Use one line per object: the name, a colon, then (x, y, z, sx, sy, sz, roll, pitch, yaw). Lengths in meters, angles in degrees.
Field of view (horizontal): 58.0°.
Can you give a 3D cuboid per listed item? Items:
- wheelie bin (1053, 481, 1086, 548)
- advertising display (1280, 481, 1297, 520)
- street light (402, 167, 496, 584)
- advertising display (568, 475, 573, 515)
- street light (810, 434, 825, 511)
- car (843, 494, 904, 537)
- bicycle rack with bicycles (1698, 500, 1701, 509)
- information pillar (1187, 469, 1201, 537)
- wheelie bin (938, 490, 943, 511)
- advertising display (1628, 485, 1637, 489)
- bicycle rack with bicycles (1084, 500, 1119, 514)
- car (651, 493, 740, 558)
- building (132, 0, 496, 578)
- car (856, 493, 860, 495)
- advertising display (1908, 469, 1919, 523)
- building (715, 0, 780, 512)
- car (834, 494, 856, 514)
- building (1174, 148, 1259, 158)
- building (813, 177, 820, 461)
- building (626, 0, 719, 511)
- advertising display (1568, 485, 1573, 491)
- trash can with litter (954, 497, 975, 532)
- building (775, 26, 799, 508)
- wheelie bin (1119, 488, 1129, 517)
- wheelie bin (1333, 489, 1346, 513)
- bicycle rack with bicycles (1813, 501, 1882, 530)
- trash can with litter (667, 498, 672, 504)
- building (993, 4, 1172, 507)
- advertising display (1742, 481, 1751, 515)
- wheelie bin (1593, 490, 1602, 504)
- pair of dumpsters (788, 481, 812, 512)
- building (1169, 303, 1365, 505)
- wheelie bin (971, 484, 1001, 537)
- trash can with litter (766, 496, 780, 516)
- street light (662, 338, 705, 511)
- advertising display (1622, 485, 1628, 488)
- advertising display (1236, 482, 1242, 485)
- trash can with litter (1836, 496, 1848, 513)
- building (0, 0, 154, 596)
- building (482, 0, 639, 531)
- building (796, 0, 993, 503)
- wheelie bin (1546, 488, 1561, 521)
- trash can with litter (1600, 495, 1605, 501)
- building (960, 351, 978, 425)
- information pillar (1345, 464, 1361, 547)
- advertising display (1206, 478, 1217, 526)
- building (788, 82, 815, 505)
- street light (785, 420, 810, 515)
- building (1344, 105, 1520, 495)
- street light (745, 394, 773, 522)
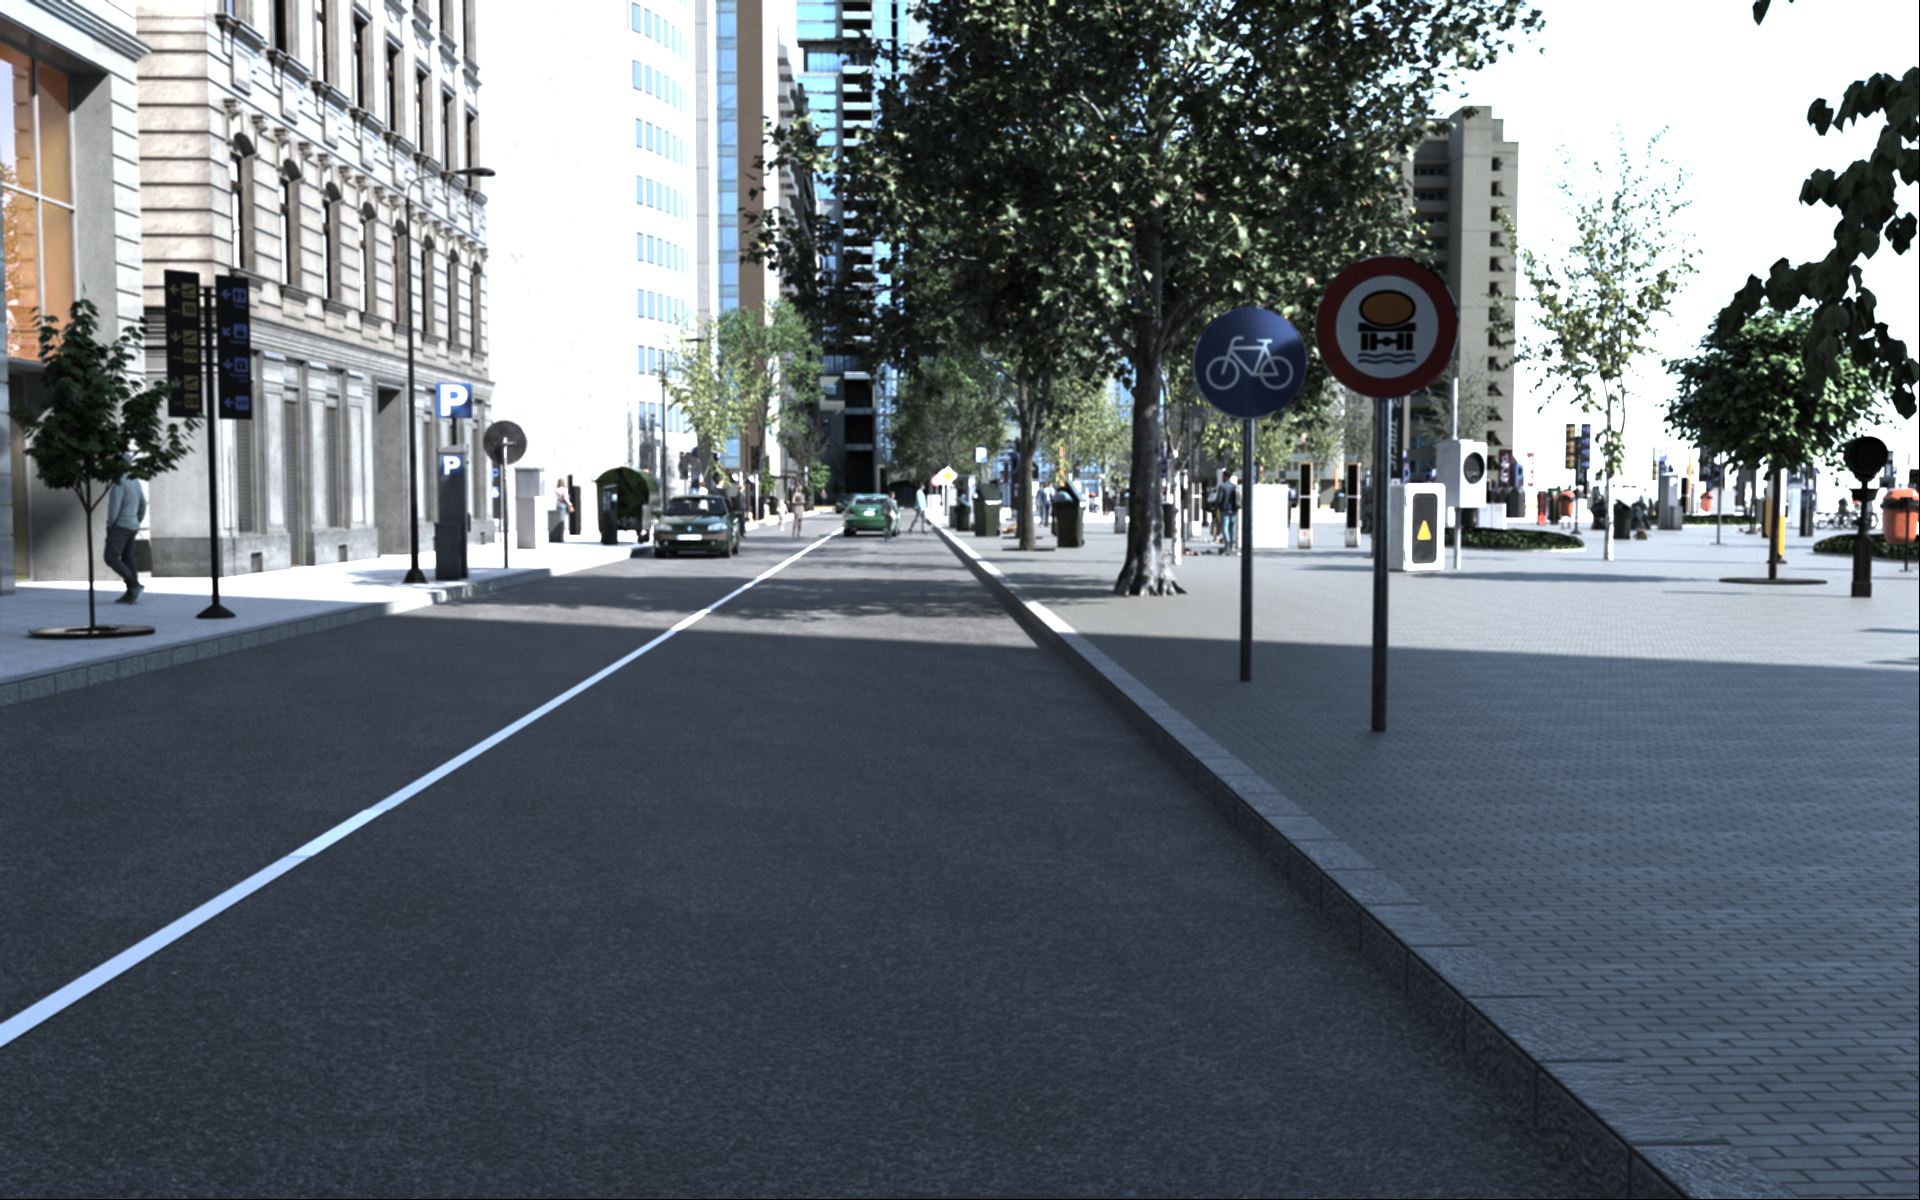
wheelie bin: (2.623, -2.062, 41.623, 0.693, 1.594, 0.980, 1, 4, 17)
advertising display: (16.492, -5.003, 87.016, 0.974, 1.923, 0.123, 3, 5, 42)
street light: (-7.291, -3.192, 24.730, 1.470, 5.913, 1.316, 0, 4, -2)
advertising display: (-12.975, -3.209, 57.676, 0.123, 1.923, 0.974, -1, 4, -15)
street light: (-11.181, -9.899, 134.385, 1.470, 5.913, 1.316, 0, 4, -2)
car: (-2.995, -2.911, 59.385, 2.131, 1.459, 4.920, 0, 3, 0)
bicycle rack with bicycles: (64.600, -8.401, 150.741, 2.852, 0.926, 2.925, -1, 4, -15)
information pillar: (6.933, -2.866, 51.350, 0.304, 2.012, 0.304, -2, 4, -27)
wheelie bin: (-1.337, -7.509, 130.687, 0.693, 1.594, 0.980, -3, 5, -44)
advertising display: (47.250, -7.108, 121.427, 0.123, 1.923, 0.974, 3, 4, 37)
bicycle rack with bicycles: (8.938, -6.075, 112.703, 2.852, 0.926, 2.925, -2, 4, -34)
car: (-6.064, -1.854, 40.092, 2.009, 1.686, 4.222, 0, 4, -3)
building: (-16.237, -11.340, 34.567, 9.793, 20.994, 18.267, 0, 4, -2)
car: (-11.340, -11.176, 192.317, 1.945, 1.707, 3.694, 0, 4, -2)
advertising display: (24.368, -2.344, 43.534, 0.974, 1.923, 0.123, 3, 5, 41)
building: (-21.131, -29.386, 130.570, 14.600, 45.320, 14.200, 0, 4, -2)
car: (-8.176, -7.170, 127.023, 2.009, 1.686, 4.222, 0, 4, 0)
building: (31.917, -40.836, 256.901, 27.495, 52.752, 28.713, 0, 4, -2)
building: (-24.992, -32.860, 220.849, 14.086, 41.232, 14.154, 0, 4, -2)
building: (-26.053, -34.090, 99.367, 21.231, 58.520, 28.212, 0, 4, -2)
advertising display: (44.891, -7.476, 127.453, 0.123, 1.923, 0.974, 2, 4, 32)
trash can with litter: (0.327, -2.931, 59.306, 1.055, 1.170, 0.624, 2, 4, 27)
building: (-27.402, -33.644, 169.695, 23.786, 49.044, 30.456, 0, 4, -2)
wheelie bin: (9.368, -5.495, 97.754, 0.693, 1.594, 0.980, -3, 5, -40)
wheelie bin: (25.356, -6.593, 115.702, 0.693, 1.594, 0.980, -2, 4, -30)
bicycle rack with bicycles: (32.135, -3.000, 62.425, 2.852, 0.926, 2.925, -3, 4, -39)
trash can with litter: (-9.245, -2.736, 56.121, 0.624, 1.170, 1.055, -1, 4, -9)
building: (10.687, -53.133, 181.396, 22.319, 86.520, 31.000, 0, 4, -2)
advertising display: (39.933, -5.054, 87.838, 0.123, 1.923, 0.974, 3, 5, 44)
wheelie bin: (46.780, -7.310, 127.433, 0.980, 1.594, 0.693, -2, 4, -28)
pair of dumpsters: (-11.427, -7.402, 123.518, 1.574, 2.255, 4.437, 0, 4, -2)
building: (35.931, -31.916, 213.712, 23.993, 40.220, 32.217, 0, 4, -2)
wheelie bin: (0.764, -2.714, 52.277, 0.980, 1.594, 0.693, -3, 4, -36)
trash can with litter: (-10.981, -5.567, 102.403, 0.624, 1.170, 1.055, 2, 4, 23)
street light: (-8.269, -4.833, 51.567, 1.470, 5.913, 1.316, 0, 4, -2)
advertising display: (47.638, -7.259, 123.904, 0.123, 1.923, 0.974, -1, 4, -12)
advertising display: (14.718, -5.193, 90.122, 0.974, 1.923, 0.123, 2, 4, 25)
trash can with litter: (58.261, -6.327, 114.833, 1.055, 1.170, 0.624, 1, 4, 14)
building: (-17.032, -14.237, 10.267, 11.434, 29.767, 29.804, 0, 4, -2)
building: (-21.193, -12.801, 64.048, 16.860, 20.320, 10.420, 0, 4, -2)
building: (-11.617, -57.392, 251.032, 31.000, 86.520, 22.319, 0, 4, -2)
wheelie bin: (28.574, -4.621, 83.467, 0.980, 1.594, 0.693, 0, 4, 6)
trash can with litter: (38.078, -5.594, 102.515, 1.678, 1.210, 2.233, 1, 4, 9)
building: (10.631, -36.326, 213.543, 23.786, 49.044, 30.456, 0, 4, -2)
information pillar: (9.478, -2.280, 41.767, 0.304, 2.012, 0.304, 1, 4, 22)
advertising display: (10.050, -3.848, 68.133, 0.123, 1.923, 0.974, -3, 4, -36)
building: (-27.722, -34.984, 195.694, 21.300, 48.544, 21.600, 0, 4, -2)
street light: (-10.218, -8.237, 107.222, 1.470, 5.913, 1.316, 0, 4, -2)
building: (58.753, -36.468, 219.954, 21.600, 48.544, 21.300, 0, 4, -2)
street light: (-9.344, -6.596, 80.382, 1.470, 5.913, 1.316, 0, 4, -2)
